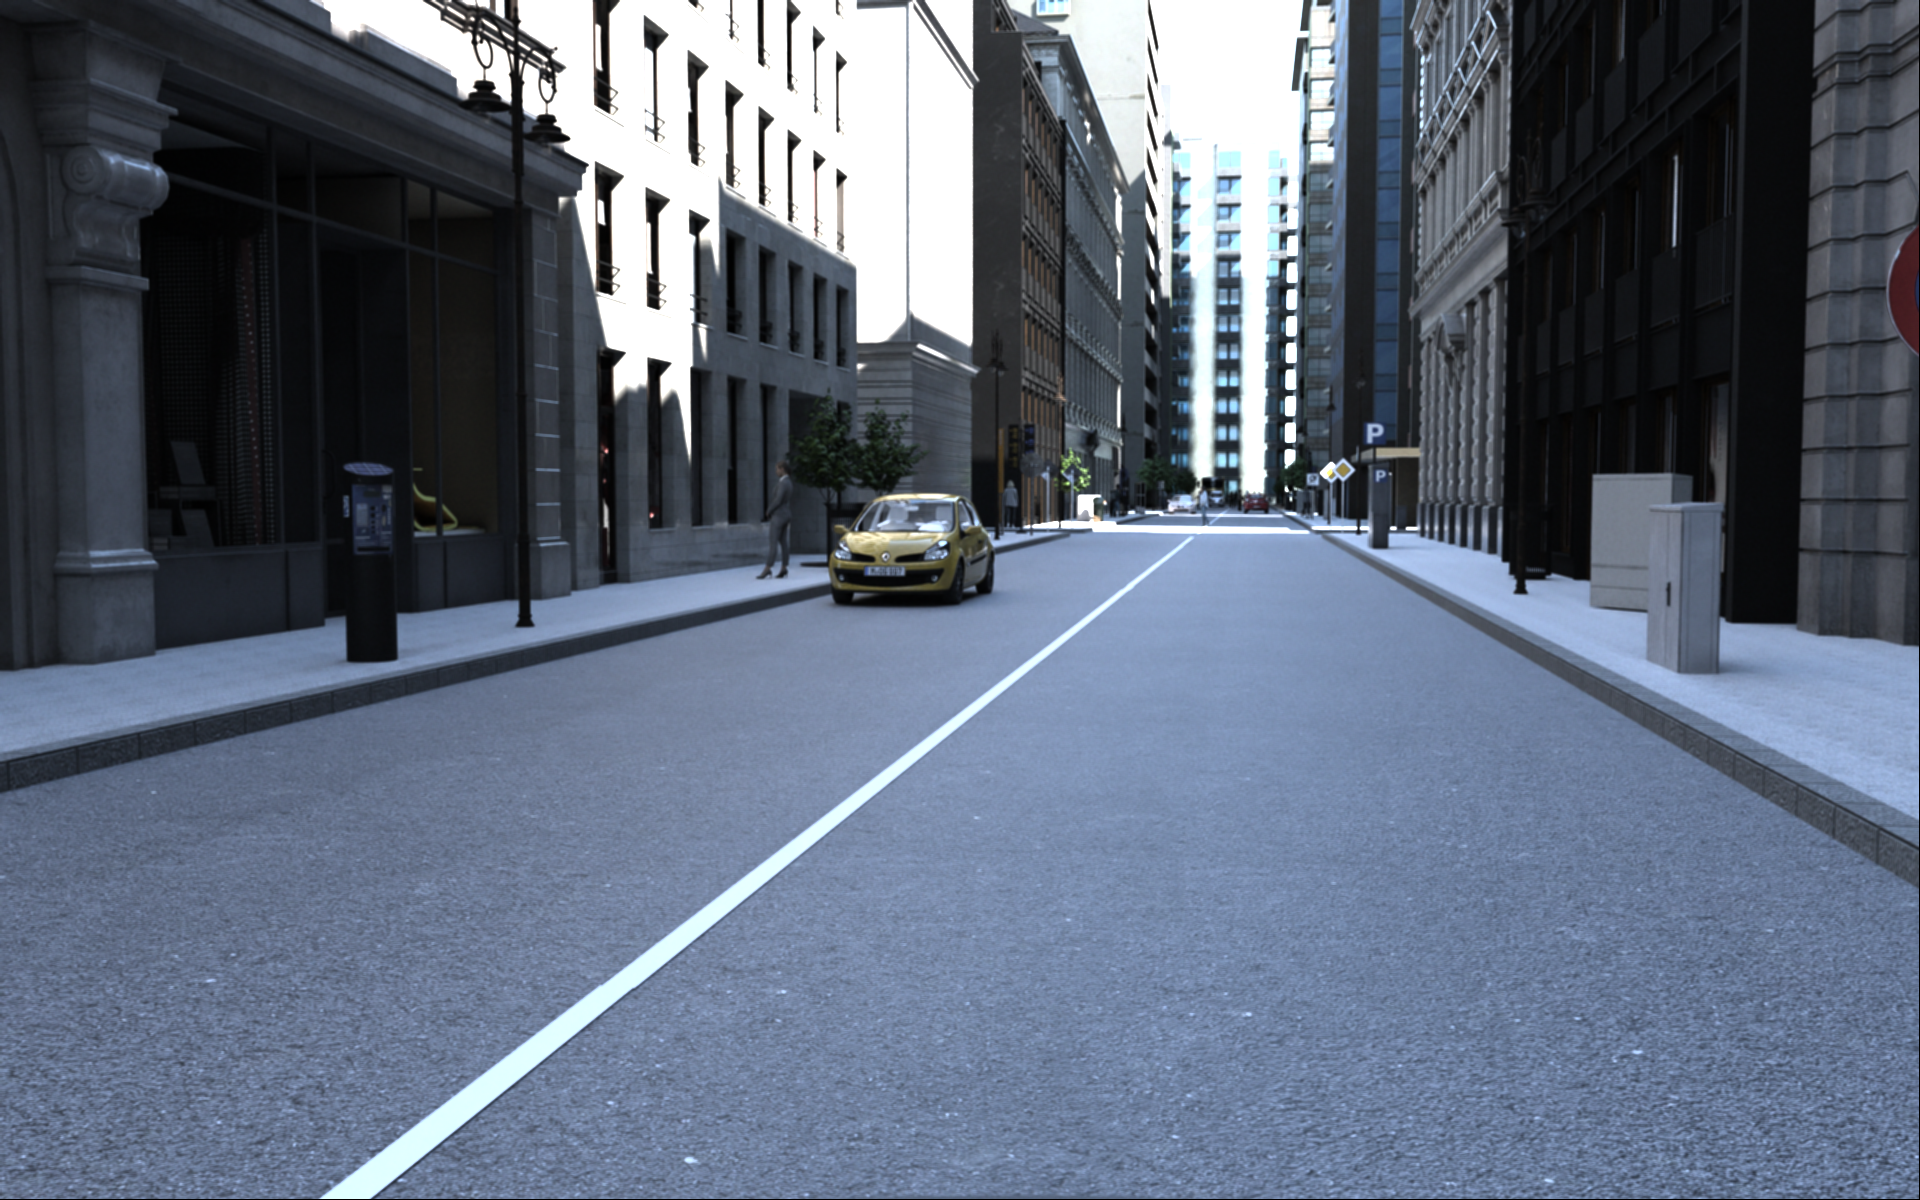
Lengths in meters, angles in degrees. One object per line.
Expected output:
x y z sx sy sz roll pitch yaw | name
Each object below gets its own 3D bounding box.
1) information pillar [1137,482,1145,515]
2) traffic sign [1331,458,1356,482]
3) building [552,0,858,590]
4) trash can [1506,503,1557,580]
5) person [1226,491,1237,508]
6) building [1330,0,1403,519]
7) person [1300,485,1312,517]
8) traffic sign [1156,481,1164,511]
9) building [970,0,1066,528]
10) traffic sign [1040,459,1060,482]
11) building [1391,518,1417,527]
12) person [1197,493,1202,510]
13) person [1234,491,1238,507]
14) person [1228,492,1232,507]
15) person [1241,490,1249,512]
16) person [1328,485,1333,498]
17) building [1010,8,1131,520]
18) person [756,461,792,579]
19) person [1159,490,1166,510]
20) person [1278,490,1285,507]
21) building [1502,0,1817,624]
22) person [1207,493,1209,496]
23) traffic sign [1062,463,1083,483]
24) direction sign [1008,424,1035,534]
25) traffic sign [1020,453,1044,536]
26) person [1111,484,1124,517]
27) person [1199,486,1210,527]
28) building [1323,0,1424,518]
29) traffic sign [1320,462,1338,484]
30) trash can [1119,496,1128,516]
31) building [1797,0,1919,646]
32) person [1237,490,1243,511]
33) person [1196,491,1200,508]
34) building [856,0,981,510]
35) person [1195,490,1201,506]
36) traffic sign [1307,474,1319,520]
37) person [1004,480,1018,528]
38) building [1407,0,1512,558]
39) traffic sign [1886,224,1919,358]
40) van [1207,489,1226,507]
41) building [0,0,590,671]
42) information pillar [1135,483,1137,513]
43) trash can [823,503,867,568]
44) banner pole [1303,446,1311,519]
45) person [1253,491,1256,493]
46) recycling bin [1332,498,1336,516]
11.438 -6.361 108.491 0.304 2.012 0.304 0 4 -2 | information pillar
12.237 -3.246 55.268 0.795 2.593 0.064 1 4 9 | traffic sign
-8.822 -10.809 31.480 10.420 20.320 16.860 1 4 9 | building
8.607 -0.885 26.121 0.748 1.137 0.748 0 3 0 | trash can
27.429 -10.104 174.420 1.217 1.735 0.721 0 4 4 | person
27.232 -27.018 91.863 14.600 45.320 14.200 1 4 9 | building
19.128 -5.465 95.584 0.728 1.800 0.709 0 4 4 | person
15.506 -8.071 134.085 0.606 2.300 0.079 1 4 15 | traffic sign
-2.448 -14.936 73.878 12.332 23.373 15.834 1 4 9 | building
2.874 -3.342 56.839 0.795 2.593 0.064 1 4 9 | traffic sign
31.427 -25.505 71.637 28.867 44.769 22.147 1 4 9 | building
22.171 -9.176 159.472 0.436 1.711 0.756 -3 5 -45 | person
31.602 -11.632 198.698 1.348 1.822 0.705 0 4 -7 | person
28.834 -10.698 184.880 0.593 1.643 0.415 3 5 44 | person
23.302 -8.051 140.863 1.217 1.736 0.721 -2 4 -30 | person
22.675 -6.130 106.251 0.794 1.824 0.713 0 4 -1 | person
0.320 -20.009 103.557 17.030 29.872 44.131 1 4 9 | building
-2.834 -1.228 26.403 0.573 1.790 0.520 0 4 -8 | person
16.640 -8.305 141.916 0.705 1.814 1.350 -1 4 -19 | person
32.474 -10.253 174.502 0.721 1.723 1.217 3 5 44 | person
15.020 -11.840 23.262 12.332 23.373 15.834 1 4 9 | building
25.501 -10.371 178.867 0.445 1.727 0.742 -3 5 -42 | person
4.183 -3.824 64.716 0.795 2.593 0.064 1 4 9 | traffic sign
1.996 -3.932 56.291 0.876 3.537 0.379 1 4 19 | direction sign
2.208 -3.263 53.463 0.768 2.556 0.104 1 4 13 | traffic sign
8.604 -5.420 94.652 0.713 1.824 0.794 1 4 20 | person
10.773 -4.131 76.315 0.793 1.790 0.793 -3 4 -37 | person
36.946 -28.473 120.153 22.147 44.769 28.867 1 4 9 | building
13.546 -3.728 63.146 0.795 2.593 0.064 1 4 9 | traffic sign
9.728 -5.606 103.313 0.748 1.137 0.748 0 3 0 | trash can
11.781 -9.880 3.335 13.314 21.916 24.055 1 4 9 | building
23.818 -8.480 147.150 0.705 1.823 1.348 2 4 33 | person
24.932 -10.497 180.852 0.721 1.735 1.217 -1 4 -16 | person
-10.132 -13.216 52.239 21.152 22.565 11.583 1 4 9 | building
24.519 -10.271 176.446 1.348 1.823 0.705 -2 4 -33 | person
17.617 -5.161 86.511 0.606 2.300 0.079 1 4 13 | traffic sign
1.834 -3.615 65.324 0.709 1.800 0.728 1 4 10 | person
17.084 -13.038 42.054 11.050 23.489 19.941 1 4 9 | building
4.417 -0.455 7.546 0.768 2.556 0.104 1 4 14 | traffic sign
28.176 -11.211 190.306 2.013 2.044 4.112 1 4 10 | van
-12.520 -9.265 2.398 10.553 20.767 40.483 1 4 9 | building
11.958 -6.848 116.464 0.304 2.012 0.304 -1 4 -20 | information pillar
-1.918 -1.055 28.903 0.748 1.137 0.748 0 3 0 | trash can
18.119 -6.113 89.958 0.401 3.779 0.863 2 4 28 | banner pole
33.622 -11.574 198.456 0.721 1.743 1.217 -1 4 -9 | person
22.201 -5.585 103.876 0.722 1.027 0.722 2 4 32 | recycling bin
